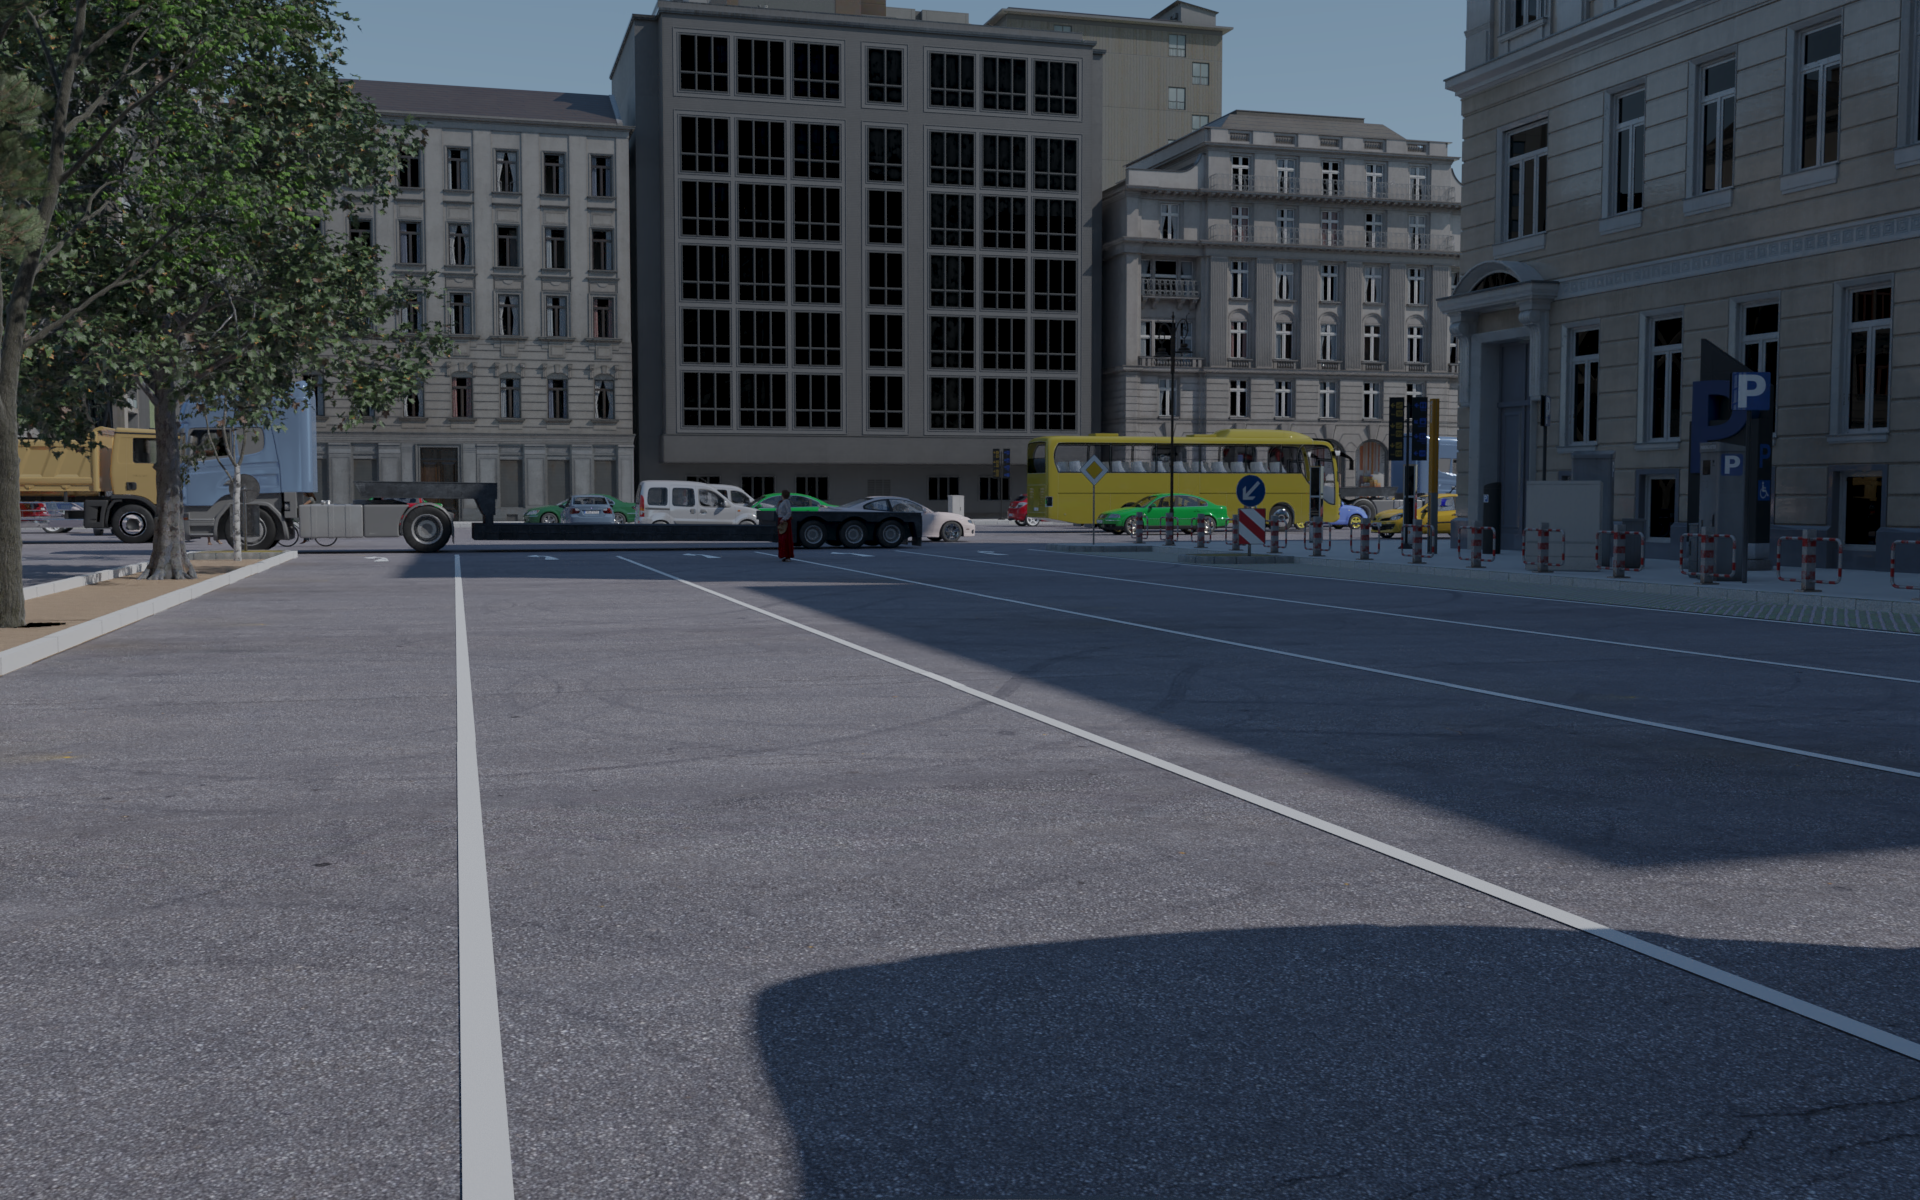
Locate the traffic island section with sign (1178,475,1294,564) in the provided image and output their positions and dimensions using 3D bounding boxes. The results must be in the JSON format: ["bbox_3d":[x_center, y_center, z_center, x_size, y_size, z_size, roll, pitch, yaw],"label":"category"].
[{"bbox_3d":[5.648,-1.687,36.210,1.989,1.847,2.006,-1,4,-16],"label":"traffic island section with sign"}]

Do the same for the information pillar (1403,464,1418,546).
[{"bbox_3d":[11.196,-2.361,43.087,0.304,2.012,0.304,2,4,24],"label":"information pillar"}]

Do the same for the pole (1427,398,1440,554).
[{"bbox_3d":[10.126,-2.642,37.047,0.158,3.312,0.155,0,3,0],"label":"pole"}]

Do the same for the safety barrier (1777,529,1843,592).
[{"bbox_3d":[11.127,-0.515,22.703,0.300,0.817,1.120,-1,4,-16],"label":"safety barrier"}]

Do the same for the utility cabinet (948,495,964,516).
[{"bbox_3d":[-0.191,-4.565,85.804,0.306,1.237,1.020,2,4,34],"label":"utility cabinet"}]

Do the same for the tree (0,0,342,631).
[{"bbox_3d":[-10.079,-5.499,18.114,9.928,11.665,9.643,0,3,0],"label":"tree"}]

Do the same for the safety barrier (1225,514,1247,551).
[{"bbox_3d":[6.270,-1.532,39.323,0.300,0.817,1.120,-1,4,-16],"label":"safety barrier"}]

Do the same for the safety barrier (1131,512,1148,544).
[{"bbox_3d":[4.650,-1.872,44.883,0.300,0.817,1.120,-1,4,-16],"label":"safety barrier"}]

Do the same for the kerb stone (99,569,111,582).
[{"bbox_3d":[-14.094,-0.375,28.330,0.120,0.150,1.000,-1,4,-16],"label":"kerb stone"}]

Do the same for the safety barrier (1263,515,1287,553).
[{"bbox_3d":[6.810,-1.419,37.476,0.300,0.817,1.120,-1,4,-16],"label":"safety barrier"}]

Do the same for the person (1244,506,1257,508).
[{"bbox_3d":[10.525,-3.327,62.864,0.573,1.828,0.580,1,4,18],"label":"person"}]

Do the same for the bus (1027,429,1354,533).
[{"bbox_3d":[8.734,-4.542,65.809,12.252,3.916,2.896,-1,4,-15],"label":"bus"}]

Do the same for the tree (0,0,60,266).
[{"bbox_3d":[-7.750,-6.086,9.385,7.806,13.903,7.818,0,3,0],"label":"tree"}]

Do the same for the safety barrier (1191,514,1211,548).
[{"bbox_3d":[5.729,-1.645,41.170,0.300,0.817,1.120,-1,4,-16],"label":"safety barrier"}]

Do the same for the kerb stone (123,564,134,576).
[{"bbox_3d":[-14.662,-0.497,30.316,0.120,0.150,1.000,-1,4,-16],"label":"kerb stone"}]

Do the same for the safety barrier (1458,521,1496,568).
[{"bbox_3d":[8.970,-0.967,30.083,0.300,0.817,1.120,-1,4,-16],"label":"safety barrier"}]

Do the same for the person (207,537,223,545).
[{"bbox_3d":[-21.032,-2.452,48.837,0.529,1.795,0.600,2,4,32],"label":"person"}]

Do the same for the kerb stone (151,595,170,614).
[{"bbox_3d":[-9.762,0.074,21.006,0.120,0.150,1.000,-1,4,-16],"label":"kerb stone"}]

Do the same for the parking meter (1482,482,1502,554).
[{"bbox_3d":[11.385,-1.752,37.060,0.372,1.533,0.369,0,3,0],"label":"parking meter"}]

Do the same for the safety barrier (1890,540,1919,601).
[{"bbox_3d":[11.664,-0.403,20.863,0.300,0.817,1.120,-1,4,-16],"label":"safety barrier"}]

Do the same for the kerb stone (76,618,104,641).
[{"bbox_3d":[-8.612,0.316,17.046,0.120,0.150,1.000,-1,4,-16],"label":"kerb stone"}]

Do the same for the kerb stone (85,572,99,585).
[{"bbox_3d":[-13.800,-0.314,27.342,0.120,0.150,1.000,-1,4,-16],"label":"kerb stone"}]

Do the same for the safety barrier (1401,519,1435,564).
[{"bbox_3d":[8.431,-1.079,31.923,0.300,0.817,1.120,-1,4,-16],"label":"safety barrier"}]

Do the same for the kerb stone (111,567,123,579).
[{"bbox_3d":[-14.379,-0.436,29.324,0.120,0.150,1.000,-1,4,-16],"label":"kerb stone"}]

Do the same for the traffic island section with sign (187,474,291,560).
[{"bbox_3d":[-15.986,-1.859,38.532,2.006,1.907,1.989,-1,4,-16],"label":"traffic island section with sign"}]

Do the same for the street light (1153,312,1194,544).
[{"bbox_3d":[5.394,-4.356,44.007,0.468,5.910,1.993,-1,4,-16],"label":"street light"}]

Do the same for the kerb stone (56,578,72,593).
[{"bbox_3d":[-13.218,-0.194,25.368,0.120,0.150,1.000,-1,4,-16],"label":"kerb stone"}]

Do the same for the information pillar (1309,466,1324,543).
[{"bbox_3d":[9.386,-2.515,45.610,0.304,2.012,0.304,2,4,27],"label":"information pillar"}]

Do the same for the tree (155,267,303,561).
[{"bbox_3d":[-15.489,-5.142,36.898,4.360,8.622,3.978,0,3,0],"label":"tree"}]

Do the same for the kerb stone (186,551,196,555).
[{"bbox_3d":[-16.983,-0.981,38.234,0.120,0.150,1.000,-1,4,-16],"label":"kerb stone"}]

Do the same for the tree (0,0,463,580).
[{"bbox_3d":[-13.327,-6.692,28.877,9.611,12.733,9.660,0,3,0],"label":"tree"}]

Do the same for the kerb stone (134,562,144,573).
[{"bbox_3d":[-14.954,-0.557,31.310,0.120,0.150,1.000,-1,4,-16],"label":"kerb stone"}]

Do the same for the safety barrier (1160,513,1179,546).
[{"bbox_3d":[5.192,-1.758,43.020,0.300,0.817,1.120,-1,4,-16],"label":"safety barrier"}]

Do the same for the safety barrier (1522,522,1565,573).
[{"bbox_3d":[9.511,-0.854,28.244,0.300,0.817,1.120,-1,4,-16],"label":"safety barrier"}]

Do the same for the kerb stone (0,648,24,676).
[{"bbox_3d":[-7.729,0.496,14.080,0.120,0.150,1.000,-1,4,-16],"label":"kerb stone"}]

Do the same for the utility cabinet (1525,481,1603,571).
[{"bbox_3d":[10.061,-1.234,28.847,1.173,1.500,0.318,2,4,28],"label":"utility cabinet"}]

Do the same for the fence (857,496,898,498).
[{"bbox_3d":[-3.936,-4.322,81.873,2.264,1.192,0.480,1,4,17],"label":"fence"}]

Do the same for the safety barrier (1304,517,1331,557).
[{"bbox_3d":[7.350,-1.306,35.625,0.300,0.817,1.120,-1,4,-16],"label":"safety barrier"}]

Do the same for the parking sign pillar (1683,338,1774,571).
[{"bbox_3d":[13.112,-2.509,29.496,1.447,3.967,1.447,-2,4,-33],"label":"parking sign pillar"}]

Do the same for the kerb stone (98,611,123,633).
[{"bbox_3d":[-8.901,0.254,18.040,0.120,0.150,1.000,-1,4,-16],"label":"kerb stone"}]

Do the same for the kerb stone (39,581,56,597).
[{"bbox_3d":[-12.933,-0.133,24.371,0.120,0.150,1.000,-1,4,-16],"label":"kerb stone"}]

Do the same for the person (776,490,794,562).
[{"bbox_3d":[-3.706,-1.575,36.715,0.387,1.526,0.523,-1,4,-19],"label":"person"}]

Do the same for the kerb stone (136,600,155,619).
[{"bbox_3d":[-9.478,0.133,20.013,0.120,0.150,1.000,-1,4,-16],"label":"kerb stone"}]

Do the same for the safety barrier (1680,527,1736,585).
[{"bbox_3d":[10.590,-0.628,24.544,0.300,0.817,1.120,-1,4,-16],"label":"safety barrier"}]

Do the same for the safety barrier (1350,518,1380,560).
[{"bbox_3d":[7.894,-1.192,33.763,0.300,0.817,1.120,-1,4,-16],"label":"safety barrier"}]

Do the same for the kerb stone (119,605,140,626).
[{"bbox_3d":[-9.190,0.194,19.026,0.120,0.150,1.000,-1,4,-16],"label":"kerb stone"}]

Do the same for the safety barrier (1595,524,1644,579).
[{"bbox_3d":[10.048,-0.741,26.395,0.300,0.817,1.120,-1,4,-16],"label":"safety barrier"}]

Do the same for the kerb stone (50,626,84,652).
[{"bbox_3d":[-8.317,0.375,16.061,0.120,0.150,1.000,-1,4,-16],"label":"kerb stone"}]

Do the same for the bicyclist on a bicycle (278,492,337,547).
[{"bbox_3d":[-17.764,-2.264,47.030,1.625,1.676,1.499,-1,4,-16],"label":"bicyclist on a bicycle"}]

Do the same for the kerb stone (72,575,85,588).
[{"bbox_3d":[-13.518,-0.251,26.354,0.120,0.150,1.000,-1,4,-16],"label":"kerb stone"}]

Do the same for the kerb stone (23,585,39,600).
[{"bbox_3d":[-12.651,-0.072,23.383,0.120,0.150,1.000,-1,4,-16],"label":"kerb stone"}]

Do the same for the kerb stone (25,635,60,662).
[{"bbox_3d":[-8.031,0.440,15.072,0.120,0.150,1.000,-1,4,-16],"label":"kerb stone"}]

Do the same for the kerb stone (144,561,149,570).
[{"bbox_3d":[-15.250,-0.618,32.301,0.120,0.150,1.000,-1,4,-16],"label":"kerb stone"}]
